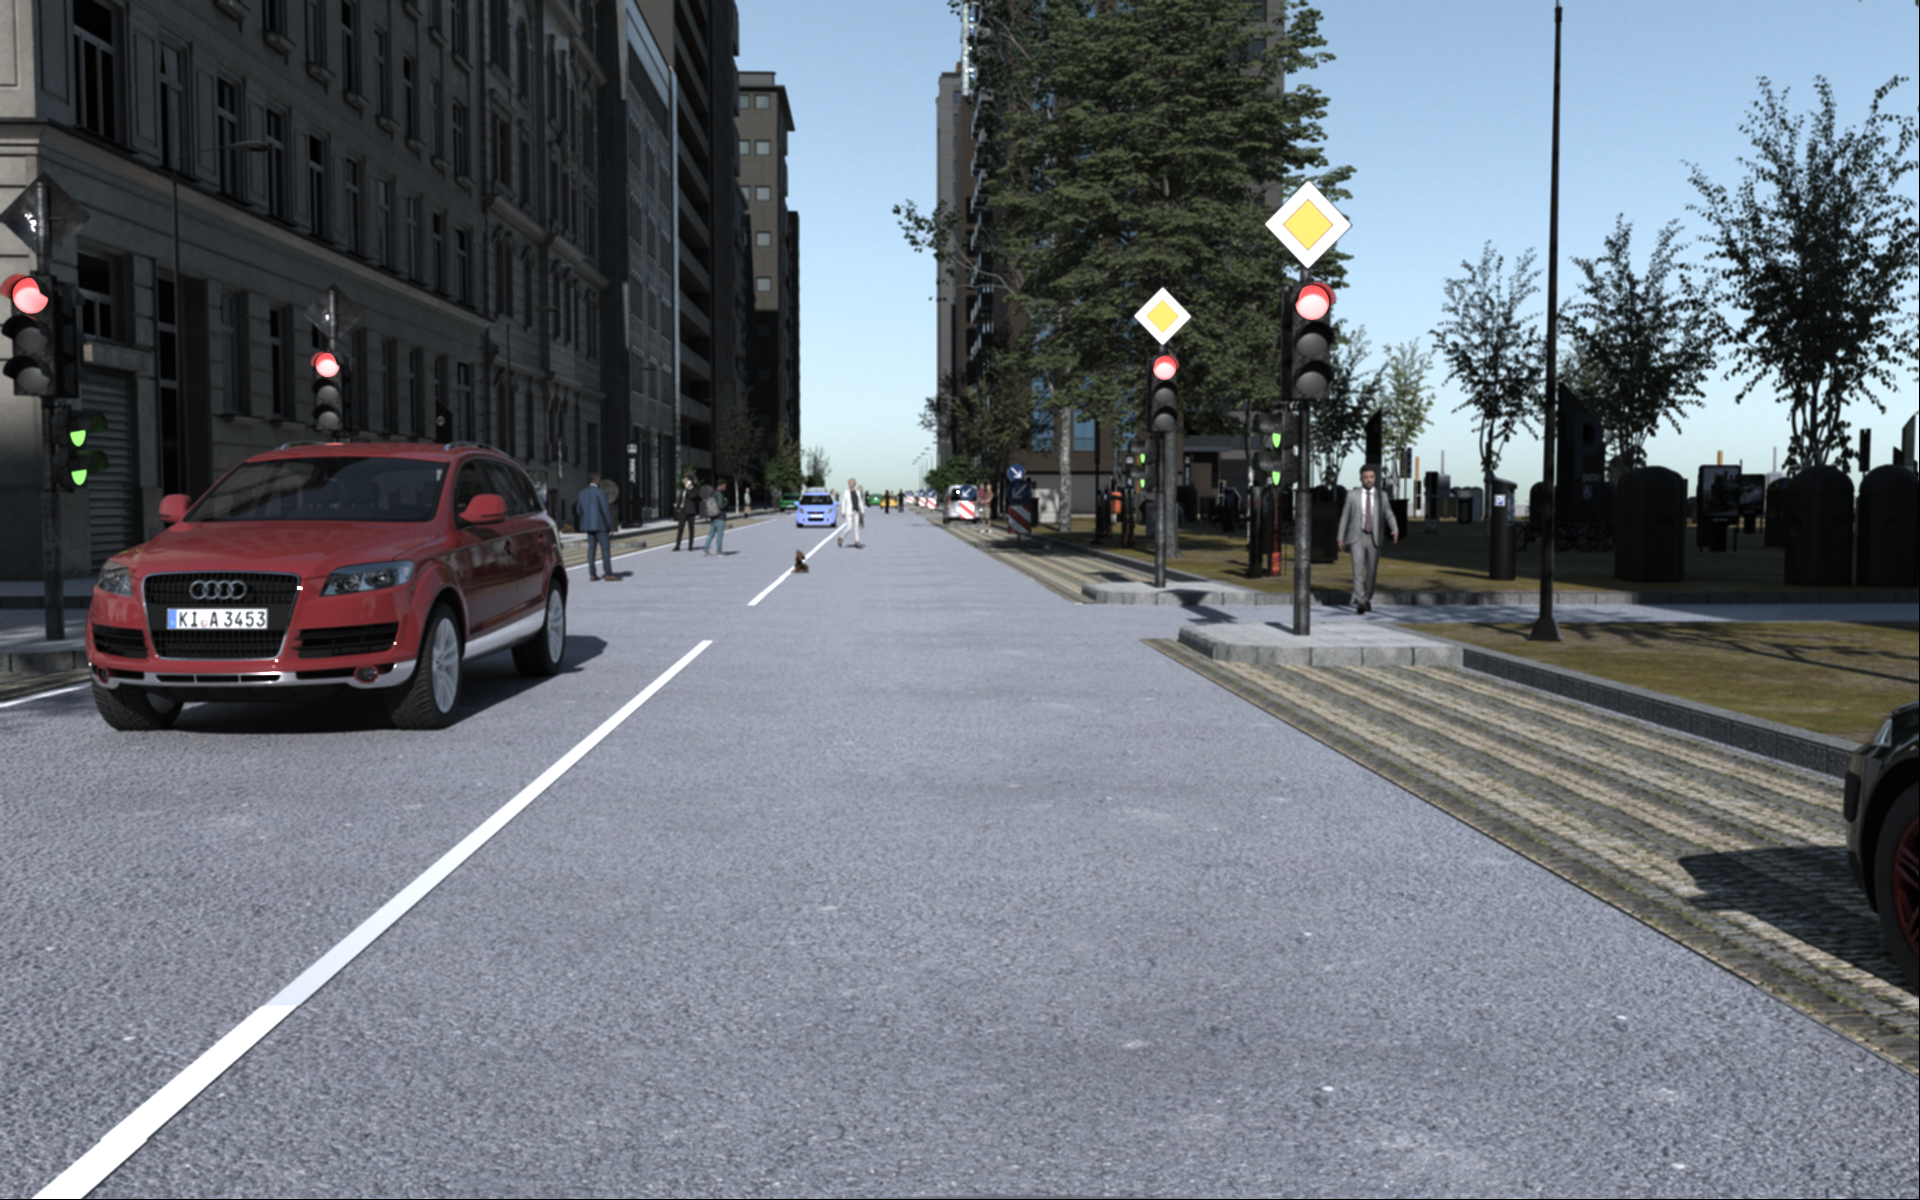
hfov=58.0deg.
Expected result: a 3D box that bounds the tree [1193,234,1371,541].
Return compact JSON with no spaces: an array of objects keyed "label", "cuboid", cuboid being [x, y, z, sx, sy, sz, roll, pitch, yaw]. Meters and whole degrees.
[{"label":"tree","cuboid":[8.142,-5.905,46.905,4.737,8.622,4.395,0,3,0]}]

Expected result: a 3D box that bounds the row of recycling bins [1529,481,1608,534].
[{"label":"row of recycling bins","cuboid":[20.135,-3.040,56.817,1.069,1.692,3.534,-2,4,-27]}]

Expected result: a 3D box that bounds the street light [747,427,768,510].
[{"label":"street light","cuboid":[-14.237,-9.061,120.681,1.470,5.913,1.316,0,4,-3]}]

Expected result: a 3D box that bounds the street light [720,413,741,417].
[{"label":"street light","cuboid":[-13.280,-7.760,99.422,1.470,5.913,1.316,0,4,-3]}]

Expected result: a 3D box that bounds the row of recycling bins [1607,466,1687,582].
[{"label":"row of recycling bins","cuboid":[10.657,-1.200,26.740,1.069,1.692,3.534,1,4,22]}]

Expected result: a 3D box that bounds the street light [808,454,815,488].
[{"label":"street light","cuboid":[-18.090,-14.071,202.595,1.470,5.913,1.316,0,4,-3]}]

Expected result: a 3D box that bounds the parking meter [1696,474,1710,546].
[{"label":"parking meter","cuboid":[18.293,-2.249,42.475,0.399,1.863,0.255,0,4,0]}]

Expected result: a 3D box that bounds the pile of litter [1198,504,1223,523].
[{"label":"pile of litter","cuboid":[11.390,-3.855,76.997,1.719,0.858,1.176,0,4,-4]}]

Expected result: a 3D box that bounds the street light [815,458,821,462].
[{"label":"street light","cuboid":[-19.010,-15.330,223.185,1.470,5.913,1.316,0,4,-3]}]

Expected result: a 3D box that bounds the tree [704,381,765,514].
[{"label":"tree","cuboid":[-14.447,-9.883,111.947,4.360,8.622,3.978,0,3,0]}]

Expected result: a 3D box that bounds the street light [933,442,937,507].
[{"label":"street light","cuboid":[-1.748,-11.142,154.708,1.470,5.913,1.316,0,4,-3]}]

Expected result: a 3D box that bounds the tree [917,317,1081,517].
[{"label":"tree","cuboid":[1.914,-9.640,92.032,8.767,10.594,7.601,-1,4,-13]}]

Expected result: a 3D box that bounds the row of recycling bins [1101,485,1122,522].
[{"label":"row of recycling bins","cuboid":[6.985,-4.462,80.068,1.069,1.692,3.534,1,4,9]}]

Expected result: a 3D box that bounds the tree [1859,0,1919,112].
[{"label":"tree","cuboid":[6.539,-3.636,9.810,4.737,8.622,4.395,0,3,0]}]

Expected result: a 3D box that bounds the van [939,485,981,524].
[{"label":"van","cuboid":[0.084,-4.402,78.988,2.013,2.044,4.112,0,4,-2]}]

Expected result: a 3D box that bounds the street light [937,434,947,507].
[{"label":"street light","cuboid":[-0.841,-9.893,134.289,1.470,5.913,1.316,0,4,-3]}]

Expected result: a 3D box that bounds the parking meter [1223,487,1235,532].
[{"label":"parking meter","cuboid":[9.128,-3.083,58.811,0.372,1.533,0.369,0,3,0]}]

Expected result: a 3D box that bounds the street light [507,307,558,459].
[{"label":"street light","cuboid":[-10.656,-4.313,43.066,1.470,5.913,1.316,0,4,-3]}]

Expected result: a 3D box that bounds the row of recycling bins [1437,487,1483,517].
[{"label":"row of recycling bins","cuboid":[28.370,-5.558,97.985,3.534,1.692,1.069,-3,4,-36]}]

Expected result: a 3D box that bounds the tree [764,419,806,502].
[{"label":"tree","cuboid":[-17.364,-13.359,168.786,4.737,8.622,4.395,0,3,0]}]

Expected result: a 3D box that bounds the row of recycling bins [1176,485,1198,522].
[{"label":"row of recycling bins","cuboid":[10.376,-4.605,82.399,1.069,1.692,3.534,-1,4,-11]}]

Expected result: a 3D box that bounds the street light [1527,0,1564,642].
[{"label":"street light","cuboid":[4.612,-2.599,15.042,1.470,5.913,1.316,0,4,-3]}]

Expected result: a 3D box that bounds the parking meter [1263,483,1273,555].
[{"label":"parking meter","cuboid":[6.596,-1.739,36.848,0.372,1.533,0.369,0,3,0]}]

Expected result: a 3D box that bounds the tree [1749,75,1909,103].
[{"label":"tree","cuboid":[14.645,-4.856,29.763,4.360,8.622,3.978,0,3,0]}]

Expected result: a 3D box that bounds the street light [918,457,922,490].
[{"label":"street light","cuboid":[-3.755,-13.763,197.566,1.470,5.913,1.316,0,4,-3]}]

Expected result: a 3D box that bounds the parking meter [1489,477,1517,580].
[{"label":"parking meter","cuboid":[8.106,-1.066,25.843,0.372,1.533,0.369,0,3,0]}]

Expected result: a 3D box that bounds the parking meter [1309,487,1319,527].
[{"label":"parking meter","cuboid":[13.602,-3.558,66.580,0.372,1.533,0.369,0,3,0]}]

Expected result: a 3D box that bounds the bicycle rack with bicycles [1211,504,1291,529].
[{"label":"bicycle rack with bicycles","cuboid":[11.001,-3.171,65.230,2.925,0.926,2.852,1,4,12]}]

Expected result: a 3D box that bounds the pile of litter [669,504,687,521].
[{"label":"pile of litter","cuboid":[-13.177,-4.158,81.954,1.176,0.858,1.719,-1,4,-12]}]

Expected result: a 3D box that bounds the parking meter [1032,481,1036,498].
[{"label":"parking meter","cuboid":[3.205,-4.394,77.556,0.399,1.863,0.255,0,4,-2]}]

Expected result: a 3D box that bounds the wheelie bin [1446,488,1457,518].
[{"label":"wheelie bin","cuboid":[26.683,-5.265,93.994,0.693,1.594,0.980,0,4,4]}]

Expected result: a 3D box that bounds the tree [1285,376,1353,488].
[{"label":"tree","cuboid":[19.862,-8.877,95.505,4.360,8.622,3.978,0,3,0]}]

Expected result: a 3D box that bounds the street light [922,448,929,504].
[{"label":"street light","cuboid":[-2.845,-12.398,175.241,1.470,5.913,1.316,0,4,-3]}]

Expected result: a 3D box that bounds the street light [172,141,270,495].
[{"label":"street light","cuboid":[-9.790,-3.083,22.945,1.470,5.913,1.316,0,4,-3]}]

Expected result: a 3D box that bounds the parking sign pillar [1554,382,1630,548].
[{"label":"parking sign pillar","cuboid":[15.046,-3.272,41.968,1.447,3.967,1.447,-2,4,-33]}]

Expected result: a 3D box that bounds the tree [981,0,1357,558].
[{"label":"tree","cuboid":[4.100,-7.108,34.350,7.486,12.596,7.792,0,3,0]}]

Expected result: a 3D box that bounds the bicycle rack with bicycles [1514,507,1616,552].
[{"label":"bicycle rack with bicycles","cuboid":[14.043,-1.574,39.113,2.925,0.926,2.852,3,4,36]}]

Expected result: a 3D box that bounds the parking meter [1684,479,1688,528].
[{"label":"parking meter","cuboid":[27.603,-3.706,66.297,0.255,1.863,0.399,-3,5,-43]}]

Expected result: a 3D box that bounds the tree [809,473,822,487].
[{"label":"tree","cuboid":[-17.984,-12.377,186.076,4.285,4.588,4.351,0,3,0]}]

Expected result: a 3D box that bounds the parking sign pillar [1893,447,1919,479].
[{"label":"parking sign pillar","cuboid":[53.634,-6.713,98.223,1.447,3.967,1.447,0,4,4]}]

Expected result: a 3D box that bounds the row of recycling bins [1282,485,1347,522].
[{"label":"row of recycling bins","cuboid":[16.119,-4.424,79.449,3.534,1.692,1.069,3,4,39]}]

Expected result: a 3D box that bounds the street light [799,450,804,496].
[{"label":"street light","cuboid":[-17.133,-12.840,182.478,1.470,5.913,1.316,0,4,-3]}]

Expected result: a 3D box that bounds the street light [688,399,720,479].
[{"label":"street light","cuboid":[-12.660,-6.842,84.412,1.470,5.913,1.316,0,4,-3]}]

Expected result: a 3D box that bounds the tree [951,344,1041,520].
[{"label":"tree","cuboid":[1.962,-8.176,84.048,4.737,8.622,4.395,0,3,0]}]

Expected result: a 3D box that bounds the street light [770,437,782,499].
[{"label":"street light","cuboid":[-15.325,-10.317,141.221,1.470,5.913,1.316,0,4,-3]}]

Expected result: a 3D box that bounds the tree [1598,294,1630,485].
[{"label":"tree","cuboid":[23.839,-6.809,61.692,4.360,8.622,3.978,0,3,0]}]

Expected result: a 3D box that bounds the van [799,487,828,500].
[{"label":"van","cuboid":[-8.598,-5.913,103.693,2.013,2.044,4.112,0,4,-4]}]

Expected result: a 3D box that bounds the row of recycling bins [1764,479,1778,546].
[{"label":"row of recycling bins","cuboid":[20.098,-2.095,41.366,1.069,1.692,3.534,1,4,12]}]

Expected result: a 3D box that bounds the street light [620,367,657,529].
[{"label":"street light","cuboid":[-11.783,-5.562,63.486,1.470,5.913,1.316,0,4,-3]}]

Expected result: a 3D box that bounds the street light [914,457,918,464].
[{"label":"street light","cuboid":[-4.736,-15.017,218.075,1.470,5.913,1.316,0,4,-3]}]

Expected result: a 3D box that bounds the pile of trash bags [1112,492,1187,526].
[{"label":"pile of trash bags","cuboid":[7.739,-3.772,71.429,3.447,1.369,1.912,2,4,26]}]

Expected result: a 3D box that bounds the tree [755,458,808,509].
[{"label":"tree","cuboid":[-16.675,-10.438,154.380,4.285,4.588,4.351,0,3,0]}]

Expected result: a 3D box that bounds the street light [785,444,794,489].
[{"label":"street light","cuboid":[-16.094,-11.548,161.347,1.470,5.913,1.316,0,4,-3]}]

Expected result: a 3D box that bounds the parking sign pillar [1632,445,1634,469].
[{"label":"parking sign pillar","cuboid":[36.309,-6.524,95.141,1.447,3.967,1.447,1,4,22]}]

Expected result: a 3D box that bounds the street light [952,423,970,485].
[{"label":"street light","cuboid":[0.039,-8.655,114.047,1.470,5.913,1.316,0,4,-3]}]

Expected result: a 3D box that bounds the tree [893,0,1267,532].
[{"label":"tree","cuboid":[4.105,-12.450,59.443,12.611,20.169,13.585,0,3,0]}]

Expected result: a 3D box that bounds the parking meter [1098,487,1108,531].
[{"label":"parking meter","cuboid":[4.915,-3.135,59.663,0.372,1.533,0.369,0,3,0]}]

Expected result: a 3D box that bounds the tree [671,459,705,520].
[{"label":"tree","cuboid":[-13.478,-5.658,87.110,1.663,3.219,1.824,0,3,0]}]

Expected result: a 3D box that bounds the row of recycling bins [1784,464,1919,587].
[{"label":"row of recycling bins","cuboid":[13.451,-1.041,24.128,3.534,1.692,1.069,1,4,11]}]

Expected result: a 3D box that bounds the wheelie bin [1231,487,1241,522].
[{"label":"wheelie bin","cuboid":[12.590,-4.407,79.967,0.693,1.594,0.980,1,4,18]}]
